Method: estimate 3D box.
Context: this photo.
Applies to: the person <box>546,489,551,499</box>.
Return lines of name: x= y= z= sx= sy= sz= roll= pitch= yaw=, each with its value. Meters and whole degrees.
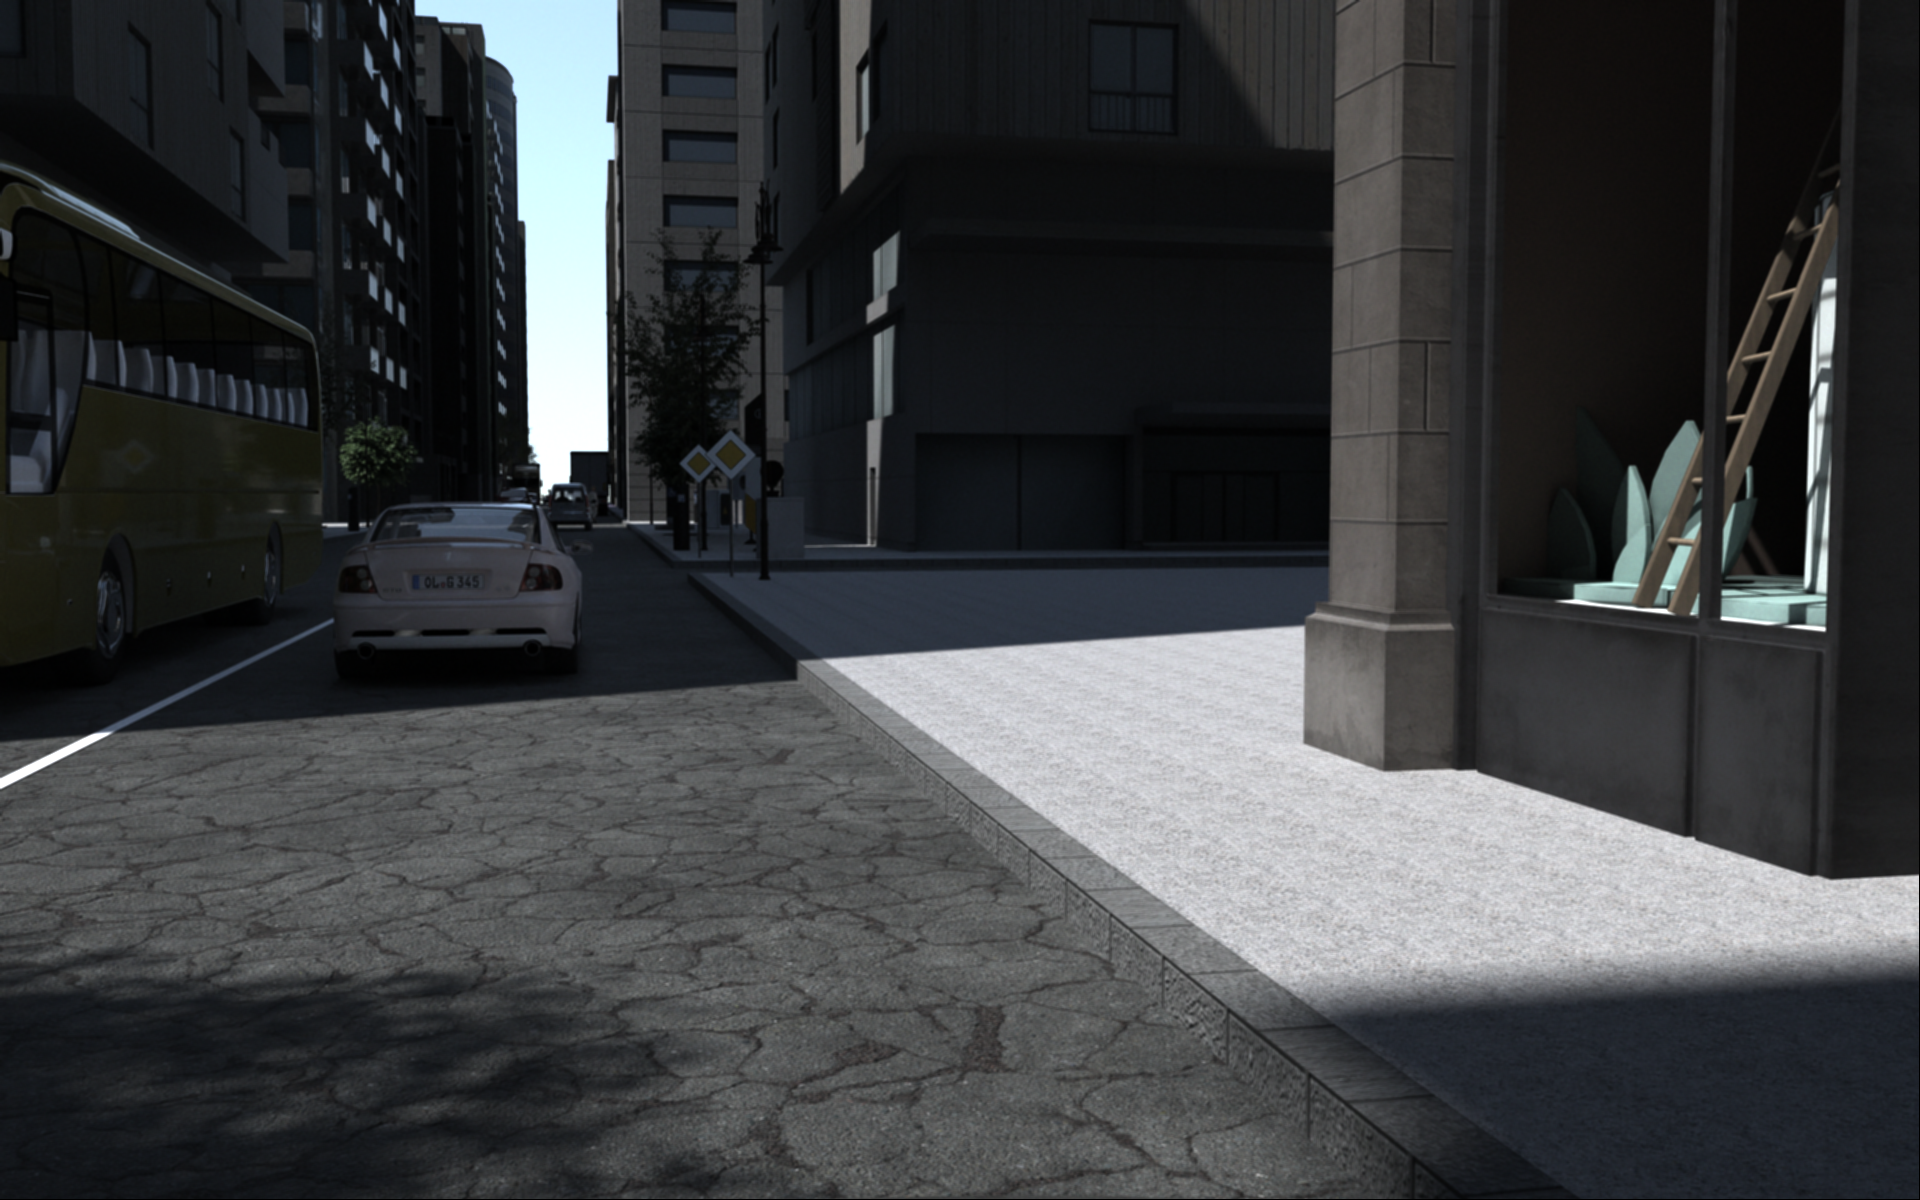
person: x=-35.799 y=-8.705 z=150.690 sx=0.599 sy=1.838 sz=0.709 roll=-2 pitch=4 yaw=-24

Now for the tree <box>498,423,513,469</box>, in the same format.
tree: x=-46.242 y=-13.471 z=170.615 sx=4.737 sy=8.622 sz=4.395 roll=0 pitch=3 yaw=0

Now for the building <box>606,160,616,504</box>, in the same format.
building: x=-37.872 y=-37.722 z=240.463 sx=21.300 sy=48.544 sz=21.600 roll=-1 pitch=4 yaw=-12

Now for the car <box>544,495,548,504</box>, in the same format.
car: x=-61.053 y=-14.997 z=257.782 sx=1.945 sy=1.354 sz=3.894 roll=-1 pitch=4 yaw=-10

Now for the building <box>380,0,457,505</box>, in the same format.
building: x=-44.159 y=-41.228 z=112.324 sx=20.563 sy=71.187 sz=20.611 roll=-1 pitch=4 yaw=-12

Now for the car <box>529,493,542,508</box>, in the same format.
car: x=-30.433 y=-6.893 z=121.740 sx=2.155 sy=1.783 sz=4.494 roll=-1 pitch=4 yaw=-11

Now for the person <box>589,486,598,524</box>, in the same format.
person: x=-17.695 y=-4.598 z=83.552 sx=0.514 sy=1.842 sz=0.818 roll=1 pitch=4 yaw=13

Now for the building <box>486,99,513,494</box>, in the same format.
building: x=-64.267 y=-35.447 z=199.165 sx=23.786 sy=49.044 sz=30.456 roll=-1 pitch=4 yaw=-12

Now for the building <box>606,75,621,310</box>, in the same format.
building: x=-29.233 y=-38.389 z=216.894 sx=28.713 sy=52.752 sz=27.495 roll=-1 pitch=4 yaw=-12

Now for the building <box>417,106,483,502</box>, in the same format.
building: x=-44.178 y=-22.005 z=131.483 sx=14.160 sy=30.474 sz=14.107 roll=-1 pitch=4 yaw=-12

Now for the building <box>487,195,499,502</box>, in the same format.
building: x=-50.136 y=-23.687 z=158.988 sx=14.160 sy=30.474 sz=14.107 roll=-1 pitch=4 yaw=-12

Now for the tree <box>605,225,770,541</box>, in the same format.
tree: x=-7.295 y=-5.894 z=46.722 sx=4.737 sy=8.622 sz=4.395 roll=0 pitch=3 yaw=0

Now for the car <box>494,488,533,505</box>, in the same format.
car: x=-26.833 y=-5.843 z=104.208 sx=2.281 sy=1.827 sz=5.304 roll=-1 pitch=4 yaw=-12

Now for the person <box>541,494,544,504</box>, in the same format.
person: x=-57.837 y=-13.983 z=240.337 sx=0.599 sy=1.433 sz=0.991 roll=3 pitch=5 yaw=43

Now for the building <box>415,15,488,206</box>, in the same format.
building: x=-47.048 y=-28.216 z=144.930 sx=14.154 sy=41.232 sz=14.086 roll=-1 pitch=4 yaw=-12

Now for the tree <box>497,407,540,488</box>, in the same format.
tree: x=-47.580 y=-15.143 z=181.992 sx=8.767 sy=10.594 sz=7.601 roll=3 pitch=5 yaw=42

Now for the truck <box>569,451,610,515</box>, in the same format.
truck: x=-25.412 y=-7.950 z=118.892 sx=2.839 sy=4.237 sz=11.283 roll=-1 pitch=4 yaw=-12

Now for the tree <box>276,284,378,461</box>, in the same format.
tree: x=-22.788 y=-6.789 z=61.364 sx=4.360 sy=8.622 sz=3.978 roll=0 pitch=3 yaw=0

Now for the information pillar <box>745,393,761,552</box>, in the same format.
information pillar: x=-4.538 y=-2.890 z=38.612 sx=0.504 sy=3.616 sz=0.183 roll=-1 pitch=4 yaw=-10

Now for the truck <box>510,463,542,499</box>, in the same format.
truck: x=-40.053 y=-10.468 z=160.068 sx=2.839 sy=4.237 sz=11.283 roll=-1 pitch=4 yaw=-14

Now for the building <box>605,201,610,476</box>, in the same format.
building: x=-45.541 y=-37.194 z=258.233 sx=14.600 sy=45.320 sz=14.200 roll=-1 pitch=4 yaw=-12

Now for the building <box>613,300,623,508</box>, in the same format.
building: x=-19.949 y=-19.974 z=171.611 sx=27.650 sy=21.520 sz=28.899 roll=-1 pitch=4 yaw=-12

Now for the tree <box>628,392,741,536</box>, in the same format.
tree: x=-8.661 y=-4.307 z=54.134 sx=4.285 sy=4.588 sz=4.351 roll=0 pitch=3 yaw=0

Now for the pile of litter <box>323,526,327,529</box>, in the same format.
pile of litter: x=-24.457 y=-3.108 z=64.786 sx=1.719 sy=0.858 sz=1.176 roll=2 pitch=4 yaw=35

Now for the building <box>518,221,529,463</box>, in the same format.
building: x=-70.000 y=-34.674 z=250.511 sx=14.154 sy=41.232 sz=14.086 roll=-1 pitch=4 yaw=-12

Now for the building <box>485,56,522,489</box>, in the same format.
building: x=-69.482 y=-41.986 z=228.465 sx=21.231 sy=58.520 sz=28.212 roll=-1 pitch=4 yaw=-12

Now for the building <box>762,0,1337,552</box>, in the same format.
building: x=8.516 y=-28.179 z=49.968 sx=27.495 sy=52.752 sz=28.713 roll=-1 pitch=4 yaw=-12

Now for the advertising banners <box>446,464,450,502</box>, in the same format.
advertising banners: x=-28.767 y=-6.189 z=97.375 sx=0.090 sy=3.025 sz=2.074 roll=-1 pitch=4 yaw=-10

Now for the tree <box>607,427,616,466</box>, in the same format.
tree: x=-37.056 y=-14.718 z=190.993 sx=4.360 sy=8.622 sz=3.978 roll=0 pitch=3 yaw=0

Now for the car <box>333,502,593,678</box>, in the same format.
car: x=-4.236 y=-0.161 z=15.000 sx=2.083 sy=1.381 sz=4.827 roll=-1 pitch=4 yaw=-12

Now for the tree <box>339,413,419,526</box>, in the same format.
tree: x=-23.737 y=-5.316 z=70.629 sx=4.285 sy=4.588 sz=4.351 roll=0 pitch=3 yaw=0
